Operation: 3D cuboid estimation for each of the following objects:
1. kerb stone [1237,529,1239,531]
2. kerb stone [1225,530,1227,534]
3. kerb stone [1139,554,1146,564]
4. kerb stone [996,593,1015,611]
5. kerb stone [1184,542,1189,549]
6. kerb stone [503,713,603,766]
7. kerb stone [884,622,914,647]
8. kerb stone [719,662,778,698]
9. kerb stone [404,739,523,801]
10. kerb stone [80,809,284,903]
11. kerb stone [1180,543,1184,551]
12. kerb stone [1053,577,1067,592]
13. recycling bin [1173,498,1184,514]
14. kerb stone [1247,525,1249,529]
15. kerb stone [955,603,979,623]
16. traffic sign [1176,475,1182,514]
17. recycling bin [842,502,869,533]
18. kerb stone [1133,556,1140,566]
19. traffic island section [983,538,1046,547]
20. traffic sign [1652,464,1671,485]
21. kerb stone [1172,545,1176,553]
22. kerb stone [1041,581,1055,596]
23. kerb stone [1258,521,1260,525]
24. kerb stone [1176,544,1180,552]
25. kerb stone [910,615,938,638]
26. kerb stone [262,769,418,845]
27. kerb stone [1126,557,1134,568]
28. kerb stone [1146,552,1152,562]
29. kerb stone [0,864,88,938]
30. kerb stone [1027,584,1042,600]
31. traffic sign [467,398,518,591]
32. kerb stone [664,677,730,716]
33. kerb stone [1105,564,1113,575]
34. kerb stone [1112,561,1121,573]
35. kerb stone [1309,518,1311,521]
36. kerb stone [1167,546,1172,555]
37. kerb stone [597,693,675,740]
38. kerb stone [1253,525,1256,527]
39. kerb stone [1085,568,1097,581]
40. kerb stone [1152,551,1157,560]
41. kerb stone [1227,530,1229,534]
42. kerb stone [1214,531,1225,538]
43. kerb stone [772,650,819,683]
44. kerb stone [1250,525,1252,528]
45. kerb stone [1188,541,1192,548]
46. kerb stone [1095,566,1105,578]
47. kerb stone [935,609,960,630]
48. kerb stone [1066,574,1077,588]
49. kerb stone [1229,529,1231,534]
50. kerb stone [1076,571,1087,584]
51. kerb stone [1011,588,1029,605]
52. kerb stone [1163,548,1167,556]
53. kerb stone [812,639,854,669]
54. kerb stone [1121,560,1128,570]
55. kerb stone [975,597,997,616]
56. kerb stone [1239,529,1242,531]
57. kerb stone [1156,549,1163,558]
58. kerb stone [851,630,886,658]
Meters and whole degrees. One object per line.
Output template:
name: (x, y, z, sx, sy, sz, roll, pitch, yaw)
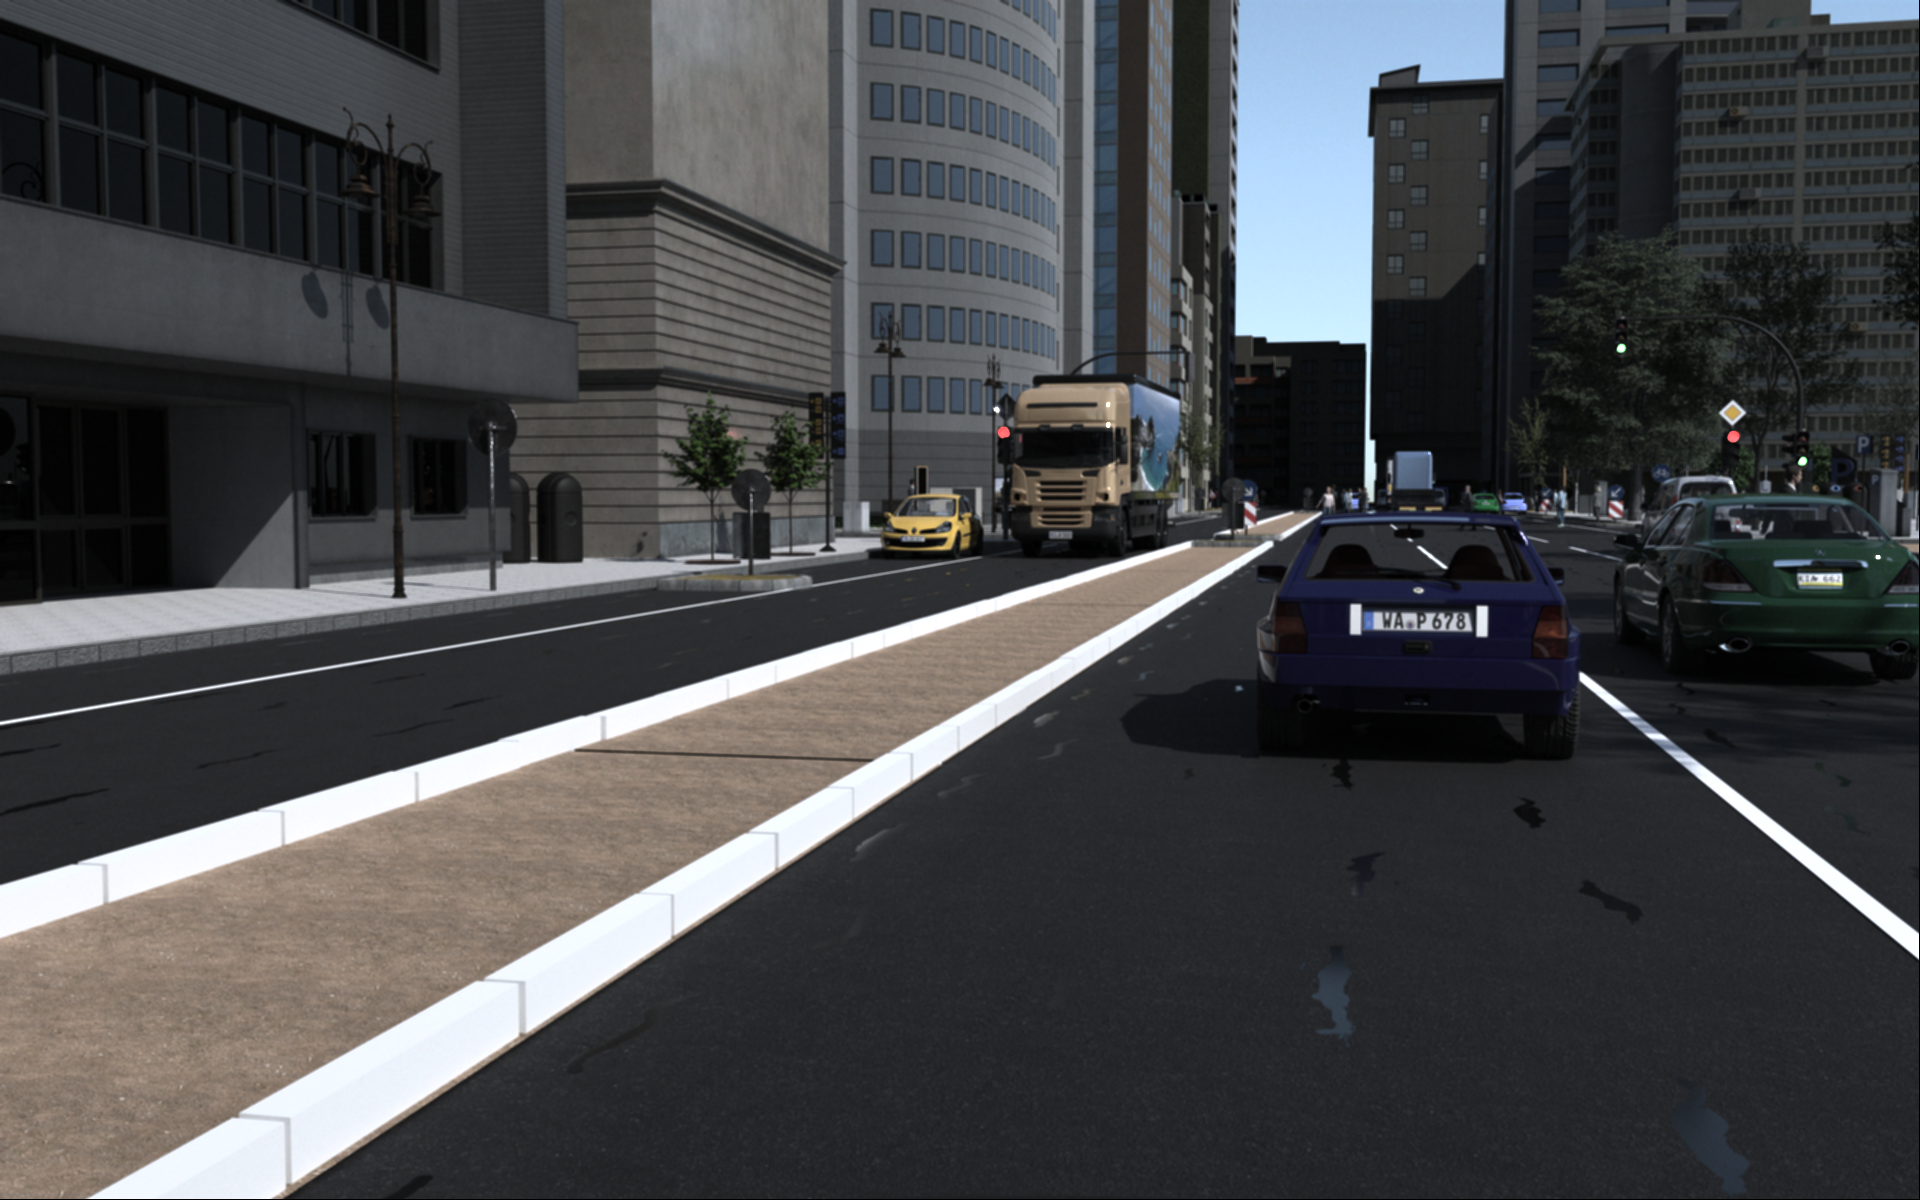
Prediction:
kerb stone: (10.120, -2.560, 64.047, 0.120, 0.150, 1.000, 1, 4, 13)
kerb stone: (8.753, -2.189, 58.047, 0.120, 0.150, 1.000, 1, 4, 13)
kerb stone: (3.651, -0.815, 35.523, 0.120, 0.150, 1.000, 1, 4, 13)
kerb stone: (0.492, 0.046, 21.527, 0.120, 0.150, 1.000, 1, 4, 13)
kerb stone: (5.702, -1.362, 44.504, 0.120, 0.150, 1.000, 1, 4, 13)
kerb stone: (-2.242, 0.775, 9.519, 0.120, 0.150, 1.000, 1, 4, 13)
kerb stone: (-0.646, 0.350, 16.523, 0.120, 0.150, 1.000, 1, 4, 13)
kerb stone: (-1.554, 0.592, 12.523, 0.120, 0.150, 1.000, 1, 4, 13)
kerb stone: (-2.453, 0.839, 8.516, 0.120, 0.150, 1.000, 1, 4, 13)
kerb stone: (-2.910, 0.961, 6.522, 0.120, 0.150, 1.000, 1, 4, 13)
kerb stone: (5.466, -1.302, 43.510, 0.120, 0.150, 1.000, 1, 4, 13)
kerb stone: (1.400, -0.204, 25.527, 0.120, 0.150, 1.000, 1, 4, 13)
recycling bin: (14.336, -6.185, 113.677, 0.722, 1.027, 0.722, 1, 4, 12)
kerb stone: (11.488, -2.928, 70.066, 0.120, 0.150, 1.000, 1, 4, 13)
kerb stone: (0.024, 0.166, 19.521, 0.120, 0.150, 1.000, 1, 4, 13)
traffic sign: (14.012, -6.854, 112.171, 0.768, 2.556, 0.104, 1, 4, 20)
recycling bin: (-3.420, -2.716, 56.964, 0.722, 1.027, 0.722, 1, 4, 15)
kerb stone: (3.427, -0.754, 34.526, 0.120, 0.150, 1.000, 1, 4, 13)
traffic island section: (1.256, -1.597, 48.389, 2.009, 0.180, 2.903, 1, 4, 13)
traffic sign: (29.520, -4.454, 72.929, 0.768, 2.556, 0.104, 1, 4, 22)
kerb stone: (5.016, -1.182, 41.513, 0.120, 0.150, 1.000, 1, 4, 13)
kerb stone: (1.165, -0.142, 24.520, 0.120, 0.150, 1.000, 1, 4, 13)
kerb stone: (13.303, -3.412, 78.072, 0.120, 0.150, 1.000, 1, 4, 13)
kerb stone: (5.241, -1.243, 42.513, 0.120, 0.150, 1.000, 1, 4, 13)
kerb stone: (-0.422, 0.286, 17.523, 0.120, 0.150, 1.000, 1, 4, 13)
kerb stone: (-2.684, 0.898, 7.518, 0.120, 0.150, 1.000, 1, 4, 13)
kerb stone: (3.205, -0.688, 33.529, 0.120, 0.150, 1.000, 1, 4, 13)
kerb stone: (3.883, -0.876, 36.519, 0.120, 0.150, 1.000, 1, 4, 13)
kerb stone: (-3.138, 1.024, 5.526, 0.120, 0.150, 1.000, 1, 4, 13)
kerb stone: (0.933, -0.081, 23.524, 0.120, 0.150, 1.000, 1, 4, 13)
traffic sign: (-6.206, -1.397, 22.941, 0.768, 2.556, 0.104, 1, 4, 18)
kerb stone: (-1.781, 0.655, 11.525, 0.120, 0.150, 1.000, 1, 4, 13)
kerb stone: (2.517, -0.509, 30.522, 0.120, 0.150, 1.000, 1, 4, 13)
kerb stone: (2.758, -0.571, 31.534, 0.120, 0.150, 1.000, 1, 4, 13)
kerb stone: (16.935, -3.815, 84.577, 0.120, 0.150, 1.000, 1, 4, 13)
kerb stone: (4.791, -1.120, 40.512, 0.120, 0.150, 1.000, 1, 4, 13)
kerb stone: (-1.996, 0.716, 10.526, 0.120, 0.150, 1.000, 1, 4, 13)
kerb stone: (12.625, -3.234, 75.069, 0.120, 0.150, 1.000, 1, 4, 13)
kerb stone: (2.078, -0.387, 28.521, 0.120, 0.150, 1.000, 1, 4, 13)
kerb stone: (4.107, -0.937, 37.523, 0.120, 0.150, 1.000, 1, 4, 13)
kerb stone: (8.983, -2.254, 59.043, 0.120, 0.150, 1.000, 1, 4, 13)
kerb stone: (8.535, -2.129, 57.045, 0.120, 0.150, 1.000, 1, 4, 13)
kerb stone: (-1.330, 0.532, 13.521, 0.120, 0.150, 1.000, 1, 4, 13)
kerb stone: (11.943, -3.051, 72.074, 0.120, 0.150, 1.000, 1, 4, 13)
kerb stone: (5.922, -1.426, 45.508, 0.120, 0.150, 1.000, 1, 4, 13)
kerb stone: (2.295, -0.448, 29.520, 0.120, 0.150, 1.000, 1, 4, 13)
kerb stone: (-0.197, 0.227, 18.521, 0.120, 0.150, 1.000, 1, 4, 13)
kerb stone: (1.619, -0.256, 26.526, 0.120, 0.150, 1.000, 1, 4, 13)
kerb stone: (9.205, -2.314, 60.043, 0.120, 0.150, 1.000, 1, 4, 13)
kerb stone: (1.842, -0.324, 27.523, 0.120, 0.150, 1.000, 1, 4, 13)
kerb stone: (0.710, -0.020, 22.526, 0.120, 0.150, 1.000, 1, 4, 13)
kerb stone: (4.561, -1.059, 39.516, 0.120, 0.150, 1.000, 1, 4, 13)
kerb stone: (-1.109, 0.470, 14.519, 0.120, 0.150, 1.000, 1, 4, 13)
kerb stone: (2.978, -0.626, 32.532, 0.120, 0.150, 1.000, 1, 4, 13)
kerb stone: (0.255, 0.102, 20.532, 0.120, 0.150, 1.000, 1, 4, 13)
kerb stone: (10.573, -2.682, 66.055, 0.120, 0.150, 1.000, 1, 4, 13)
kerb stone: (4.337, -0.997, 38.519, 0.120, 0.150, 1.000, 1, 4, 13)
kerb stone: (-0.874, 0.409, 15.519, 0.120, 0.150, 1.000, 1, 4, 13)
